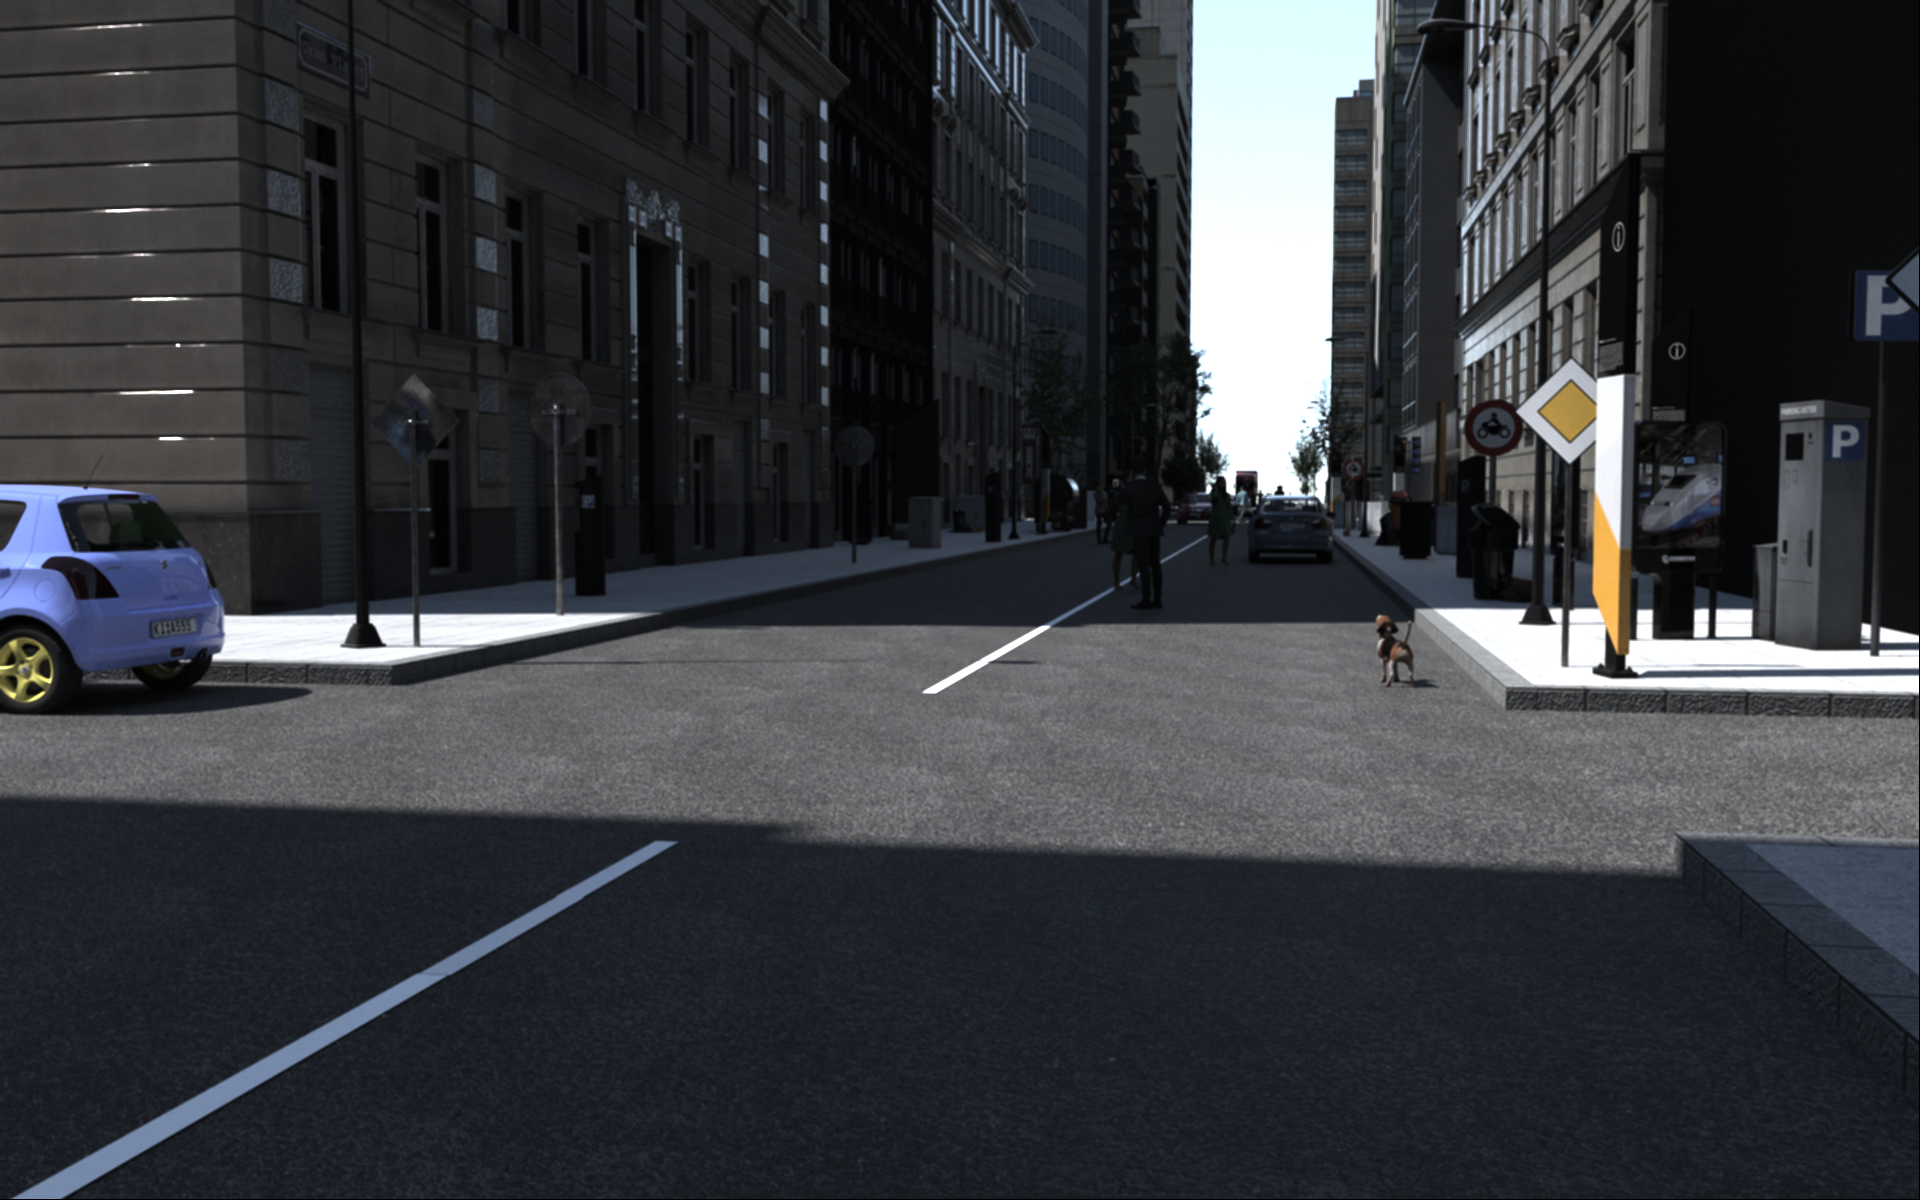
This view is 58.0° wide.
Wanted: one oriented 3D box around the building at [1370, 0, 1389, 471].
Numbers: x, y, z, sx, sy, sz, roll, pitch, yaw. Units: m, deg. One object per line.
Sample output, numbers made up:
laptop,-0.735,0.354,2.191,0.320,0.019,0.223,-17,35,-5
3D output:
building,42.279,-32.267,116.802,28.713,52.752,27.495,1,4,10

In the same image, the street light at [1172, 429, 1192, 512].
street light,15.893,-9.270,124.105,1.470,5.913,1.316,1,4,10

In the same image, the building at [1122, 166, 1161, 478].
building,10.167,-23.332,153.182,14.160,30.474,14.107,1,4,10

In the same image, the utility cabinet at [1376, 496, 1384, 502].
utility cabinet,16.729,-3.541,69.059,0.306,1.237,1.020,1,4,12

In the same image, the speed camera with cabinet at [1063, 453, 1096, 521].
speed camera with cabinet,5.550,-5.467,83.722,2.038,3.252,0.660,-1,4,-22

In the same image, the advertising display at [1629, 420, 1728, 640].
advertising display,6.326,-0.617,15.306,0.974,1.923,0.123,-1,4,-18

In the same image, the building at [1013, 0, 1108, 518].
building,-2.985,-34.368,103.913,21.231,58.520,28.212,1,4,10

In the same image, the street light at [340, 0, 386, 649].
street light,-4.486,-2.553,14.276,1.470,5.913,1.316,1,4,10

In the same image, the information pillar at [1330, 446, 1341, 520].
information pillar,18.439,-5.725,84.962,0.504,3.616,0.183,-1,4,-12

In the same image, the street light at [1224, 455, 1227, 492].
street light,31.325,-14.373,207.545,1.470,5.913,1.316,1,4,10

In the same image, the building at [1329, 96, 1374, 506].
building,45.863,-30.393,180.514,14.154,41.232,14.086,1,4,10

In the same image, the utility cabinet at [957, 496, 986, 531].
utility cabinet,0.409,-3.014,60.443,1.020,1.237,0.306,1,4,13

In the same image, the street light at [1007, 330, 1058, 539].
street light,2.071,-4.685,49.134,1.470,5.913,1.316,1,4,10

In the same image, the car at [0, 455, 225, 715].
car,-7.189,-0.159,12.199,3.694,1.707,1.945,1,4,9

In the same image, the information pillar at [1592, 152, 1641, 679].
information pillar,4.612,-1.274,12.178,0.183,3.616,0.504,0,4,-1

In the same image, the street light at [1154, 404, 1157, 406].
street light,9.487,-7.161,89.629,1.470,5.913,1.316,1,4,10

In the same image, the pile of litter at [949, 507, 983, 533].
pile of litter,0.200,-2.697,58.062,1.176,0.858,1.719,0,4,3

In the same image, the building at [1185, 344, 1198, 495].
building,14.532,-22.449,212.088,27.650,21.520,28.899,1,4,10

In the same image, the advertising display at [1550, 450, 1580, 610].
advertising display,6.822,-0.877,19.545,0.123,1.923,0.974,0,4,8

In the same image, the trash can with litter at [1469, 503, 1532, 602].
trash can with litter,6.643,-0.584,20.936,0.624,1.170,1.055,-1,4,-22

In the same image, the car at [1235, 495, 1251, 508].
car,29.184,-10.247,179.893,2.083,1.381,4.827,1,4,10

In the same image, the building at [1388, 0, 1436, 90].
building,31.235,-25.338,97.863,14.154,41.232,14.086,1,4,10

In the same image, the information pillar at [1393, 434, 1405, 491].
information pillar,17.130,-4.665,67.624,0.504,3.616,0.183,-2,4,-25

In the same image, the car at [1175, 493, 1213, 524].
car,11.406,-4.509,82.755,2.155,1.783,4.494,1,4,12

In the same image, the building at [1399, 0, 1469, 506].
building,25.951,-15.299,69.207,14.314,24.678,30.058,1,4,10

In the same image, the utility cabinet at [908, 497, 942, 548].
utility cabinet,-0.849,-1.843,41.288,0.306,1.237,1.020,-2,4,-35

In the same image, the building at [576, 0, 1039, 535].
building,-4.652,-16.728,70.767,12.463,27.353,25.104,1,4,10

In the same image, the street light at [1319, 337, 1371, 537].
street light,11.493,-4.823,51.390,1.470,5.913,1.316,1,4,10

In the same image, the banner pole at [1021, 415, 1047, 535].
banner pole,2.337,-3.960,54.760,0.863,3.779,0.401,-1,4,-17

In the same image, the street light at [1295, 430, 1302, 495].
street light,25.340,-9.411,126.416,1.470,5.913,1.316,1,4,10

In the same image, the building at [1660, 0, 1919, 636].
building,17.402,-11.557,18.636,15.834,23.373,12.332,1,4,10

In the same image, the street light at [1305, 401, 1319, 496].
street light,18.097,-6.961,86.355,1.470,5.913,1.316,1,4,10

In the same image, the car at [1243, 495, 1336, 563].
car,7.111,-1.552,37.385,2.014,1.417,4.499,1,4,10

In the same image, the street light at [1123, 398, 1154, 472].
street light,8.457,-6.797,83.669,1.470,5.913,1.316,1,4,10

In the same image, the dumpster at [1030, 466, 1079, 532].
dumpster,3.237,-3.476,59.325,1.502,2.255,1.985,1,4,10

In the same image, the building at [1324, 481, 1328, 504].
building,64.676,-32.750,227.338,32.217,40.220,23.993,1,4,10

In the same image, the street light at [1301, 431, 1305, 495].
street light,19.039,-7.306,91.989,1.470,5.913,1.316,1,4,10

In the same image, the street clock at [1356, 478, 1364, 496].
street clock,18.264,-4.536,78.736,0.471,2.002,0.358,-1,4,-9

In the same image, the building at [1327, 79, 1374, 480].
building,55.219,-35.569,201.155,23.786,49.044,30.456,1,4,10

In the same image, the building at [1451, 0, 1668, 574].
building,20.579,-12.627,39.741,16.112,22.955,30.059,1,4,10

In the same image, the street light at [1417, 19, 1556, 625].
street light,5.171,-2.721,17.030,1.470,5.913,1.316,1,4,10

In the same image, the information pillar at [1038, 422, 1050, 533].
information pillar,2.766,-3.982,56.460,0.183,3.616,0.504,-2,4,-29

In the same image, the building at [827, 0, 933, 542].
building,-8.382,-13.523,50.778,12.332,23.373,15.834,1,4,10

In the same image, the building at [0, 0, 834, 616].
building,-10.804,-14.255,30.327,12.463,27.353,25.104,1,4,10

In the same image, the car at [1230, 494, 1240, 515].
car,18.076,-6.623,118.080,2.009,1.686,4.222,1,4,9

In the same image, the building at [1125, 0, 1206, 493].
building,23.003,-48.678,234.136,20.563,71.187,20.611,1,4,10

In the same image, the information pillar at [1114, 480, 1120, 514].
information pillar,7.961,-5.078,87.516,0.304,2.012,0.304,-3,5,-40

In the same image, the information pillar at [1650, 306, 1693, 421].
information pillar,8.936,-1.862,21.792,0.183,3.616,0.504,-3,5,-43

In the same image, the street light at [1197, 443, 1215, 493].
street light,22.334,-11.370,158.443,1.470,5.913,1.316,1,4,10

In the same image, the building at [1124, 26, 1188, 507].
building,13.083,-34.385,185.901,21.300,48.544,21.600,1,4,10

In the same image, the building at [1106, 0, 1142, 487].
building,2.136,-29.223,132.416,22.147,44.769,28.867,1,4,10
